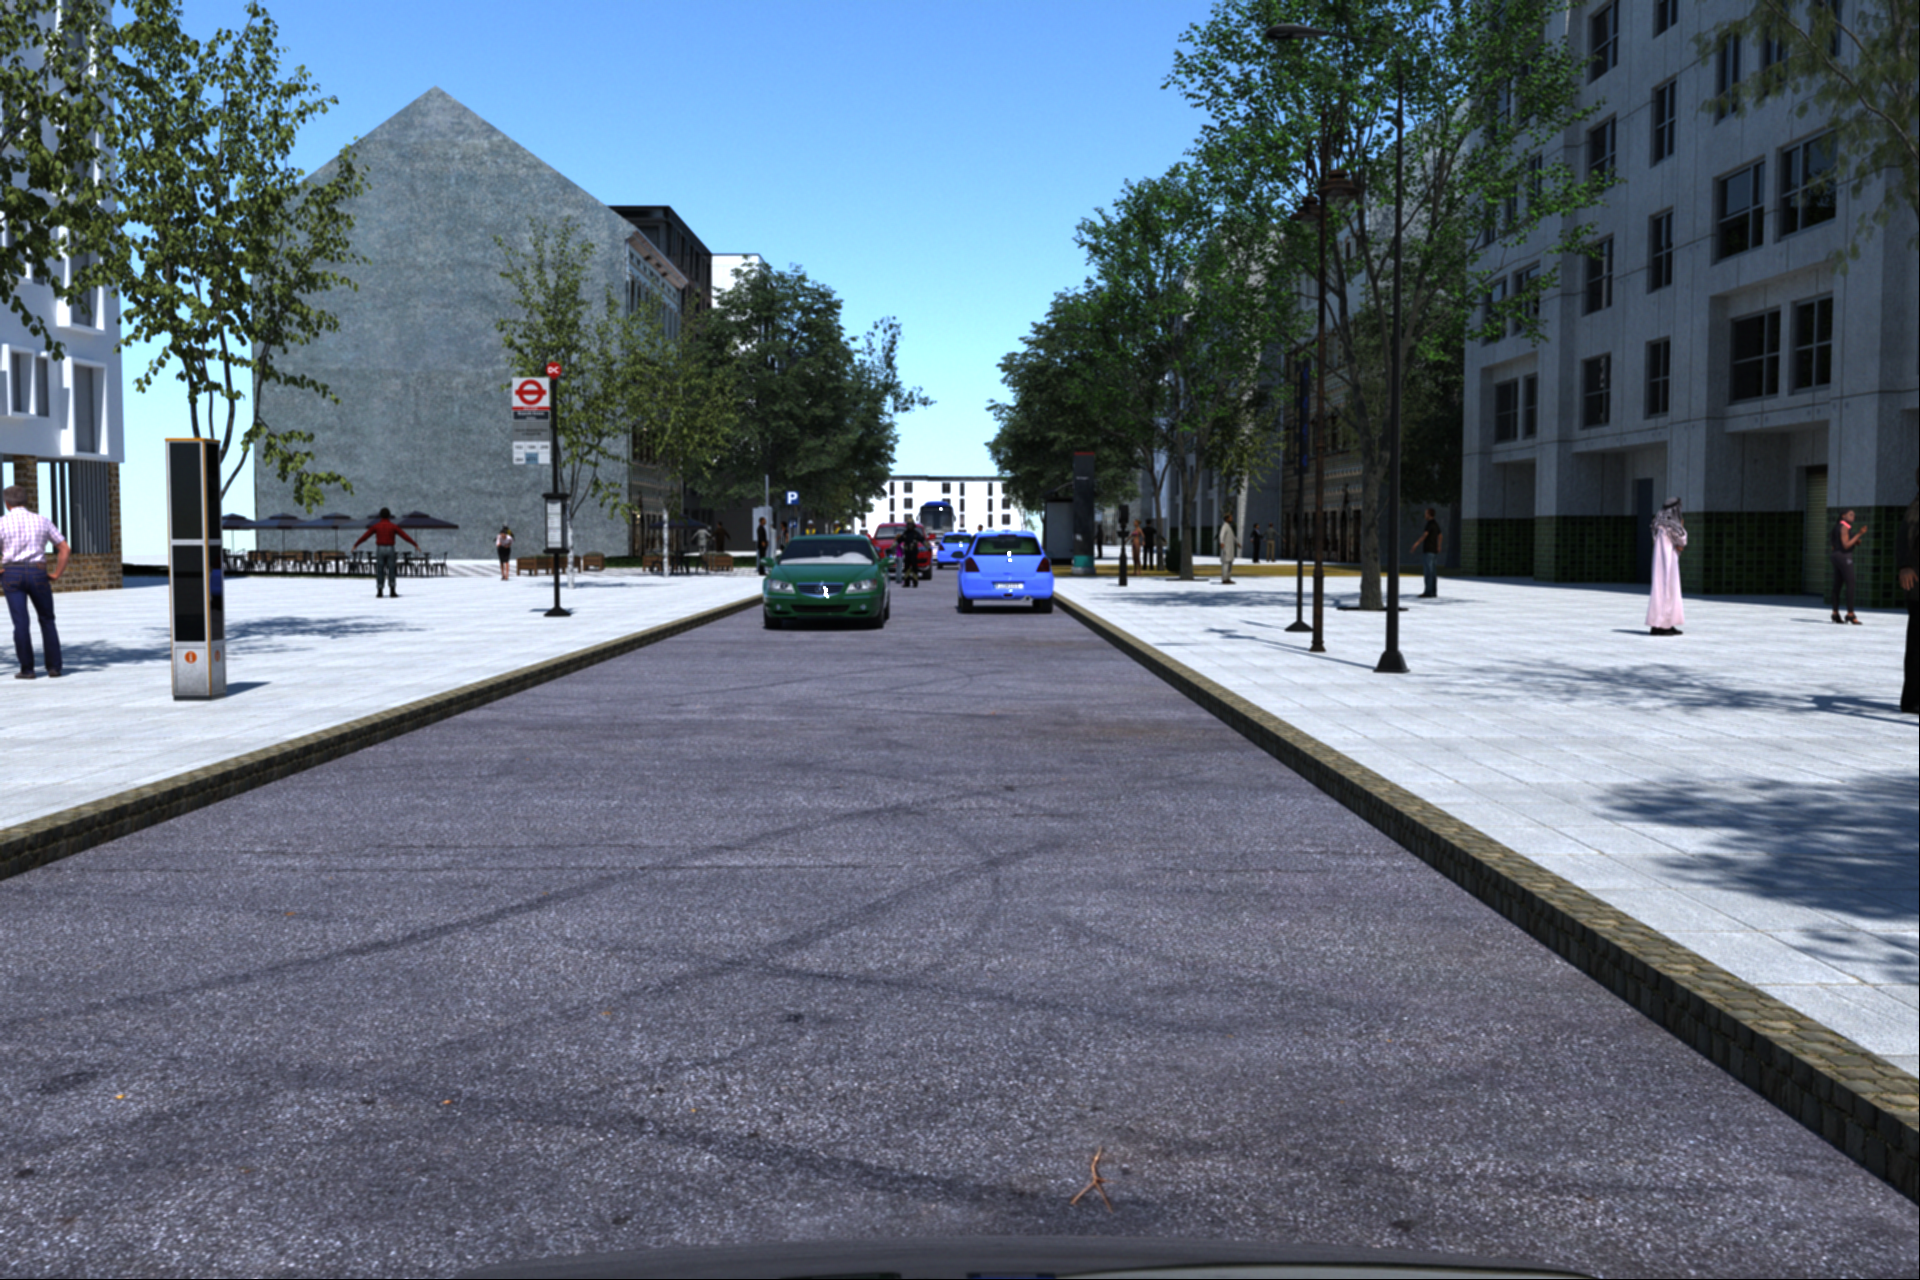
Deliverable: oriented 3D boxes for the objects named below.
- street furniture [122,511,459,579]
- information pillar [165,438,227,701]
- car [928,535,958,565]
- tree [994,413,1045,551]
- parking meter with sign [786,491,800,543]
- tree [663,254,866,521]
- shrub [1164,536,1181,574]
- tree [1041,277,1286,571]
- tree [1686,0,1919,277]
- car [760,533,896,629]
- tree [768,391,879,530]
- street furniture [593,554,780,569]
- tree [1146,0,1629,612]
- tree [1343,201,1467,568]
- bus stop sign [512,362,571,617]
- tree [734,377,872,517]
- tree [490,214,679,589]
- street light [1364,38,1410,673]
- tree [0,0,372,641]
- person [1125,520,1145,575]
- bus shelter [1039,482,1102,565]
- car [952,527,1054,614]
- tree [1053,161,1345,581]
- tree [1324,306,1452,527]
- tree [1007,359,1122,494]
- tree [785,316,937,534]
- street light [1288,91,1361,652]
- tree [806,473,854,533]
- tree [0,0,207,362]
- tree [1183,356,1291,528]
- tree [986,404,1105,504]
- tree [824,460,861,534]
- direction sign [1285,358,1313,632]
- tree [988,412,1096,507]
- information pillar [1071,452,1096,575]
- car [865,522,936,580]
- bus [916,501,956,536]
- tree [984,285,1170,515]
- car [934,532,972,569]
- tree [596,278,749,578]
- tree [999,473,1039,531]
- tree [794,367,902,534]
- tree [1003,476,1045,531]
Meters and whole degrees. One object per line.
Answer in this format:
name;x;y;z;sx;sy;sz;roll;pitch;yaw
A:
street furniture;-28.308;-3.164;56.753;14.083;1.986;27.439;-3;5;-45
information pillar;-5.910;-0.545;13.405;0.304;2.012;0.304;0;4;-1
car;-1.022;-4.224;81.429;2.083;1.381;4.827;0;4;0
tree;6.484;-12.813;135.240;9.928;11.665;9.643;0;3;0
parking meter with sign;-6.804;-4.580;71.136;0.543;3.016;1.738;0;4;-1
tree;-8.906;-10.635;80.532;9.857;13.997;8.962;0;3;0
shrub;7.017;-2.738;55.878;1.383;1.207;1.383;0;3;0
tree;6.975;-7.669;59.803;8.767;10.594;7.601;0;4;4
tree;6.651;-3.721;11.209;4.360;8.622;3.978;0;3;0
car;-2.076;-0.976;27.761;2.131;1.459;4.920;0;4;-1
tree;-8.818;-10.535;106.663;8.767;10.594;7.601;1;4;14
street furniture;-8.816;-3.137;66.918;10.072;0.657;5.734;0;4;2
tree;6.976;-6.306;28.862;9.928;11.665;9.643;0;3;0
tree;18.749;-9.712;65.440;9.857;13.997;8.962;0;3;0
bus stop sign;-6.515;-2.339;26.952;0.855;3.939;0.416;0;4;-1
tree;-8.984;-9.914;96.502;8.767;10.594;7.601;0;4;3
tree;-8.953;-5.489;40.107;4.737;8.622;4.395;0;3;0
street light;4.561;-2.654;15.937;1.470;5.913;1.316;0;3;0
tree;-8.780;-4.270;20.171;4.737;8.622;4.395;0;3;0
person;5.444;-2.890;54.054;0.721;1.733;1.217;-2;4;-25
bus shelter;4.415;-4.665;70.198;2.014;3.302;5.546;0;4;-2
car;0.817;-1.404;32.551;1.945;1.707;3.694;0;4;-1
tree;6.362;-7.440;47.392;9.928;11.665;9.643;0;3;0
tree;13.367;-6.462;56.014;4.360;8.622;3.978;0;3;0
tree;6.433;-10.715;100.948;9.928;11.665;9.643;0;3;0
tree;-7.837;-17.943;149.259;12.611;20.169;13.585;0;3;0
street light;3.901;-2.809;18.718;0.468;5.910;1.993;0;3;0
tree;-9.199;-10.597;123.630;4.737;8.622;4.395;0;3;0
tree;-8.659;-3.923;14.501;4.737;8.622;4.395;0;3;0
tree;10.546;-7.153;67.317;4.737;8.622;4.395;0;3;0
tree;6.151;-10.774;110.568;8.767;10.594;7.601;-2;4;-25
tree;-9.158;-10.126;115.926;4.360;8.622;3.978;0;3;0
direction sign;4.478;-1.881;22.753;0.379;3.537;0.876;0;3;0
tree;6.482;-11.478;122.074;8.767;10.594;7.601;-1;4;-21
information pillar;3.928;-4.015;55.026;0.750;3.857;0.750;0;4;0
car;-1.908;-2.871;55.616;2.281;1.827;5.304;0;4;-1
bus;-1.732;-8.651;132.998;2.896;3.916;12.251;0;4;0
tree;5.943;-11.002;86.536;9.857;13.997;8.962;0;3;0
car;-0.096;-3.792;71.582;1.945;1.707;3.694;0;4;0
tree;-8.433;-6.146;50.851;4.737;8.622;4.395;0;3;0
tree;5.730;-12.685;157.768;4.360;8.622;3.978;0;3;0
tree;-9.110;-13.789;132.110;9.857;13.997;8.962;0;3;0
tree;5.485;-12.267;150.920;4.360;8.622;3.978;0;3;0
